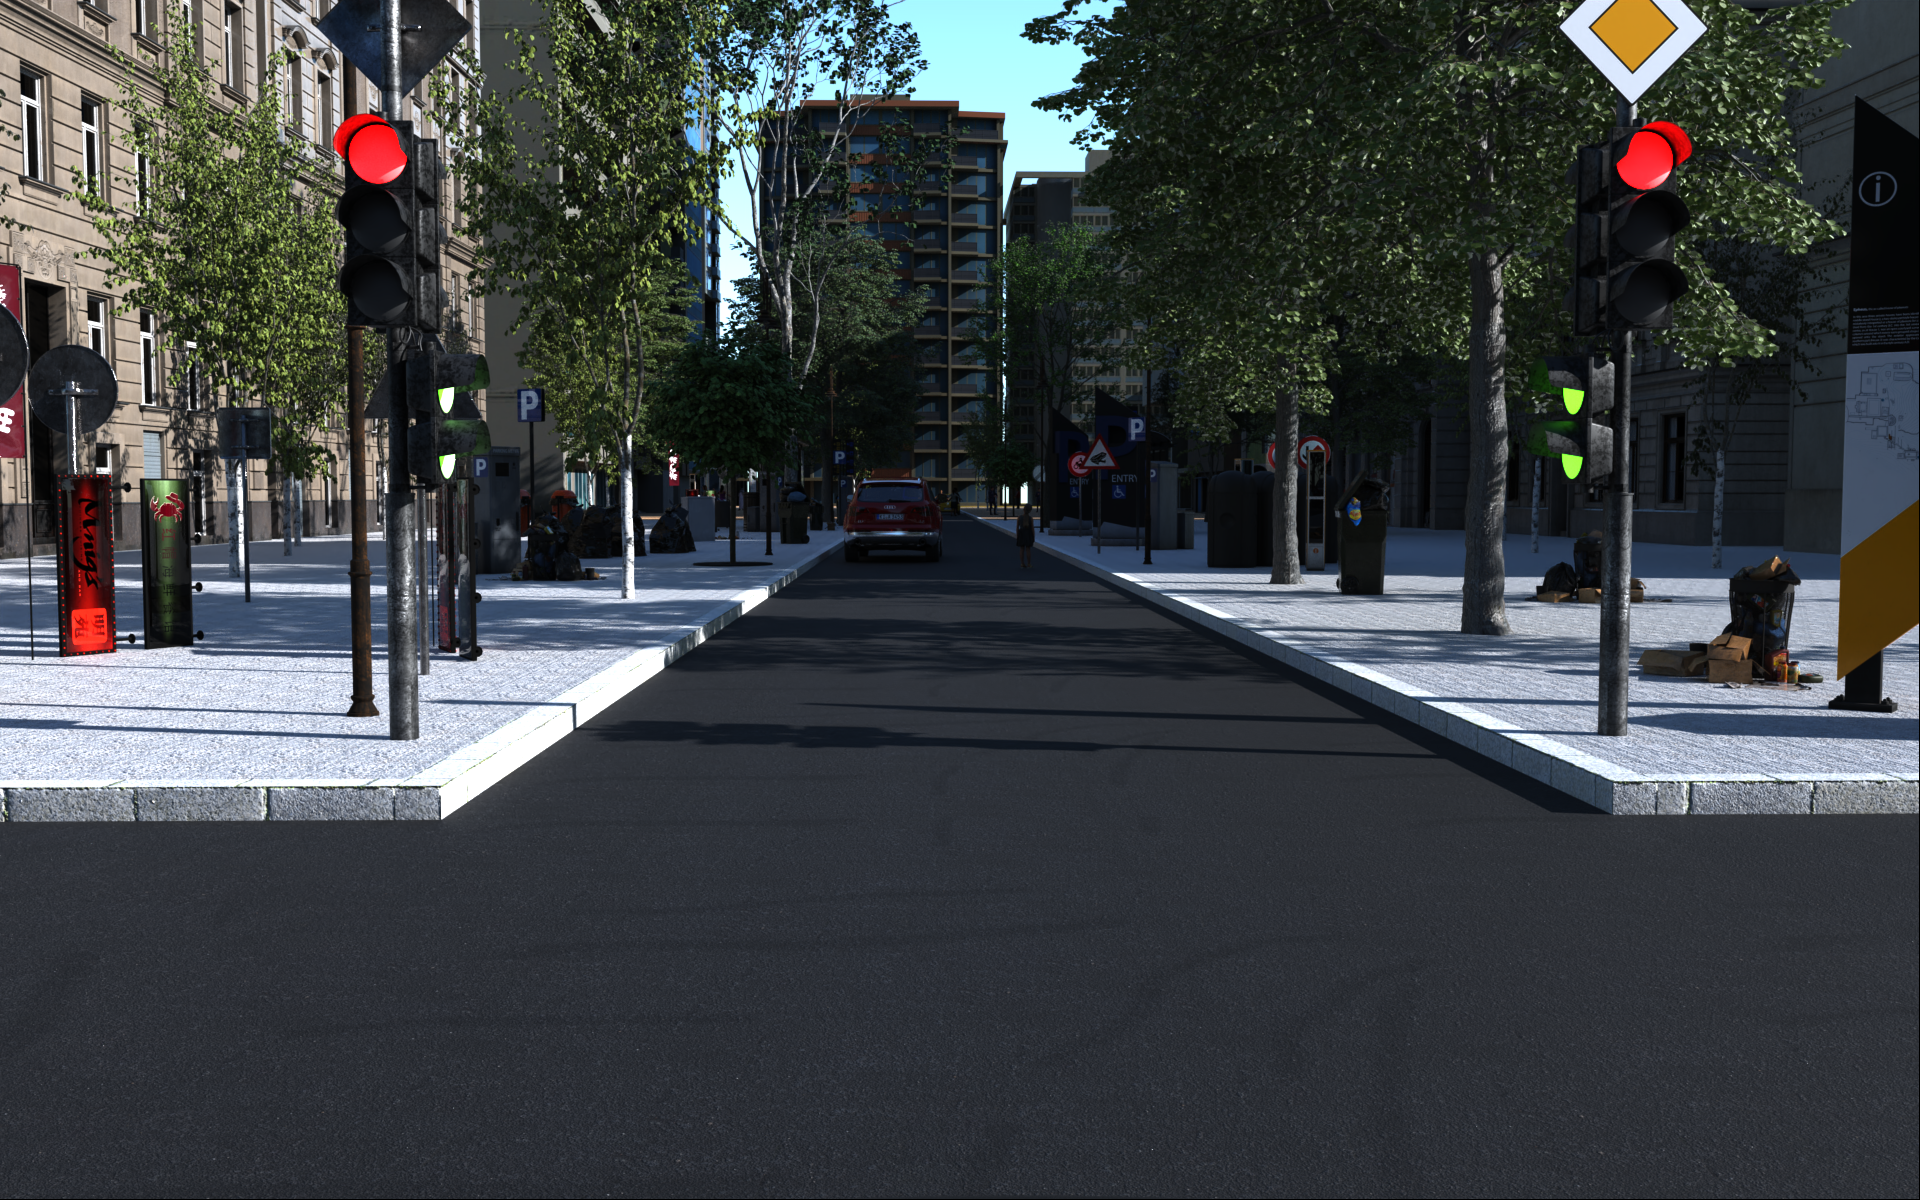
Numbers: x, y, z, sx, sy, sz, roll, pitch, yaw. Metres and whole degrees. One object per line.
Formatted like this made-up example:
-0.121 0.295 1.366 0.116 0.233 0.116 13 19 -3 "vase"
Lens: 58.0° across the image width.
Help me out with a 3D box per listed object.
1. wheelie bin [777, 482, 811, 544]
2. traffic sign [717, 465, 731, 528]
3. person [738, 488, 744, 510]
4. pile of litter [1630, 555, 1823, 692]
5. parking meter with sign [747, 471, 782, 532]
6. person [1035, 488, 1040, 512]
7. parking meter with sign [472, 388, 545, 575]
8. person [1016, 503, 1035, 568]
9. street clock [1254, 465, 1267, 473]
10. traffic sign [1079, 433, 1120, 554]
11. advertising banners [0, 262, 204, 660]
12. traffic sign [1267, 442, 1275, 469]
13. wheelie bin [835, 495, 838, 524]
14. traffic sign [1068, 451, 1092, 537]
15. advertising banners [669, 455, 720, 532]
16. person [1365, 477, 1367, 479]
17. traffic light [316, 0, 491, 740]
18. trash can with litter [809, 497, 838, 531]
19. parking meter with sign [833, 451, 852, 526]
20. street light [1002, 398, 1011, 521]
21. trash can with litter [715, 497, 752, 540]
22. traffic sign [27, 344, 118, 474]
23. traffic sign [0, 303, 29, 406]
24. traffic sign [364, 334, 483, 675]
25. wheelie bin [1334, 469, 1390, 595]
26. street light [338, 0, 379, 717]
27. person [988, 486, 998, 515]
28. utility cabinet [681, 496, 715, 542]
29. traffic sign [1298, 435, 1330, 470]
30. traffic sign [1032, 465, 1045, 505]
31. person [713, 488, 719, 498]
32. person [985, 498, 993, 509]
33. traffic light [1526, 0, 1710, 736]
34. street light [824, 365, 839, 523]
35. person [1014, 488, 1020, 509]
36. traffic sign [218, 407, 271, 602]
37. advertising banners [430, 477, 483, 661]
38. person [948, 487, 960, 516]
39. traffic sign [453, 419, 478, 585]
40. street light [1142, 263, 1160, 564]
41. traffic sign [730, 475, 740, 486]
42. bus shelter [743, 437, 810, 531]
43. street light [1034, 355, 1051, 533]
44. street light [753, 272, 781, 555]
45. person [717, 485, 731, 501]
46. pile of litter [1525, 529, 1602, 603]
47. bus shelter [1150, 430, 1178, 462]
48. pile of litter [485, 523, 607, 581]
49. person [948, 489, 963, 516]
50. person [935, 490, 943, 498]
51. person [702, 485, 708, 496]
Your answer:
-4.295 -2.252 44.728 0.693 1.594 0.980 -3 5 -44 "wheelie bin"
-8.767 -3.978 65.153 0.768 2.556 0.104 0 4 3 "traffic sign"
-17.140 -7.915 136.123 0.551 1.740 0.621 -3 5 -44 "person"
5.375 0.112 12.129 1.176 0.858 1.719 1 4 19 "pile of litter"
-6.373 -3.803 58.432 1.738 3.016 0.543 2 4 23 "parking meter with sign"
5.553 -7.008 121.536 0.541 1.710 0.530 1 4 9 "person"
-7.522 -1.943 28.021 0.543 3.016 1.738 2 4 31 "parking meter with sign"
1.270 -1.249 33.593 0.362 1.253 0.373 1 4 19 "person"
7.466 -2.378 43.443 0.471 2.002 0.358 1 4 21 "street clock"
2.991 -2.275 37.206 0.884 2.594 0.081 0 4 3 "traffic sign"
-6.939 -1.074 13.753 0.090 3.025 2.074 2 4 27 "advertising banners"
7.470 -2.439 39.987 0.768 2.556 0.104 0 4 4 "traffic sign"
-4.920 -4.037 73.916 0.693 1.594 0.980 1 4 9 "wheelie bin"
3.611 -3.166 51.870 0.768 2.556 0.104 0 4 5 "traffic sign"
-8.855 -3.741 57.348 2.074 3.025 0.090 -3 5 -42 "advertising banners"
11.197 -2.526 47.823 0.515 1.767 0.782 1 4 17 "person"
-2.896 -1.226 8.965 0.839 4.253 0.868 0 4 -1 "traffic light"
-4.823 -3.038 61.053 1.055 1.170 0.624 0 4 -2 "trash can with litter"
-4.637 -4.531 70.341 0.543 3.016 1.738 1 4 12 "parking meter with sign"
2.202 -6.797 83.914 0.468 5.910 1.993 0 4 -1 "street light"
-7.141 -2.337 49.270 2.233 1.210 1.678 0 4 8 "trash can with litter"
-7.562 -0.897 14.777 0.768 2.556 0.104 0 4 -1 "traffic sign"
-6.287 -0.666 10.994 0.768 2.556 0.104 0 3 0 "traffic sign"
-3.799 -0.747 12.225 0.884 2.594 0.081 0 4 7 "traffic sign"
5.177 -0.879 22.278 0.693 1.594 0.980 0 4 7 "wheelie bin"
-3.462 -2.268 9.867 0.468 5.910 1.993 0 4 -1 "street light"
2.075 -6.066 105.677 0.568 1.767 0.683 3 4 37 "person"
-7.113 -2.194 47.035 0.306 1.237 1.020 3 4 37 "utility cabinet"
7.664 -2.301 37.726 0.768 2.556 0.104 0 4 6 "traffic sign"
3.504 -4.566 74.764 0.768 2.556 0.104 0 4 -1 "traffic sign"
-20.862 -8.591 147.057 0.990 1.755 0.434 -2 4 -28 "person"
2.676 -8.618 150.214 1.065 1.426 0.557 -1 4 -20 "person"
3.463 -1.236 9.127 0.839 4.253 0.868 0 4 -1 "traffic light"
-4.611 -5.473 62.276 0.468 5.910 1.993 0 4 -1 "street light"
4.983 -8.799 149.862 0.705 1.831 1.348 1 4 20 "person"
-8.444 -1.122 20.474 0.606 2.300 0.079 0 4 -1 "traffic sign"
-4.182 -1.092 14.047 0.090 3.025 2.074 -2 4 -28 "advertising banners"
-0.322 -6.527 114.847 0.705 1.869 1.348 -2 4 -35 "person"
-7.145 -1.491 24.479 0.768 2.556 0.104 0 4 5 "traffic sign"
3.435 -3.592 31.522 0.468 5.910 1.993 0 4 -1 "street light"
-8.668 -4.014 65.728 0.768 2.556 0.104 0 4 2 "traffic sign"
-6.898 -5.266 63.739 2.179 5.291 8.768 0 4 -1 "bus shelter"
2.731 -5.190 57.646 0.468 5.910 1.993 0 4 -1 "street light"
-4.014 -3.879 36.212 0.468 5.910 1.993 0 4 -1 "street light"
-11.907 -4.910 87.010 1.217 1.739 0.721 1 4 12 "person"
7.684 -0.415 20.756 1.719 0.858 1.176 1 4 19 "pile of litter"
5.734 -3.852 56.909 2.014 3.302 5.546 0 4 -1 "bus shelter"
-6.206 -0.733 25.947 1.719 0.858 1.176 1 4 16 "pile of litter"
-0.404 -6.280 111.965 1.217 1.735 0.721 0 4 2 "person"
-1.718 -9.153 158.167 1.348 1.822 0.705 0 4 2 "person"
-13.033 -4.960 87.853 0.721 1.735 1.217 0 4 3 "person"
